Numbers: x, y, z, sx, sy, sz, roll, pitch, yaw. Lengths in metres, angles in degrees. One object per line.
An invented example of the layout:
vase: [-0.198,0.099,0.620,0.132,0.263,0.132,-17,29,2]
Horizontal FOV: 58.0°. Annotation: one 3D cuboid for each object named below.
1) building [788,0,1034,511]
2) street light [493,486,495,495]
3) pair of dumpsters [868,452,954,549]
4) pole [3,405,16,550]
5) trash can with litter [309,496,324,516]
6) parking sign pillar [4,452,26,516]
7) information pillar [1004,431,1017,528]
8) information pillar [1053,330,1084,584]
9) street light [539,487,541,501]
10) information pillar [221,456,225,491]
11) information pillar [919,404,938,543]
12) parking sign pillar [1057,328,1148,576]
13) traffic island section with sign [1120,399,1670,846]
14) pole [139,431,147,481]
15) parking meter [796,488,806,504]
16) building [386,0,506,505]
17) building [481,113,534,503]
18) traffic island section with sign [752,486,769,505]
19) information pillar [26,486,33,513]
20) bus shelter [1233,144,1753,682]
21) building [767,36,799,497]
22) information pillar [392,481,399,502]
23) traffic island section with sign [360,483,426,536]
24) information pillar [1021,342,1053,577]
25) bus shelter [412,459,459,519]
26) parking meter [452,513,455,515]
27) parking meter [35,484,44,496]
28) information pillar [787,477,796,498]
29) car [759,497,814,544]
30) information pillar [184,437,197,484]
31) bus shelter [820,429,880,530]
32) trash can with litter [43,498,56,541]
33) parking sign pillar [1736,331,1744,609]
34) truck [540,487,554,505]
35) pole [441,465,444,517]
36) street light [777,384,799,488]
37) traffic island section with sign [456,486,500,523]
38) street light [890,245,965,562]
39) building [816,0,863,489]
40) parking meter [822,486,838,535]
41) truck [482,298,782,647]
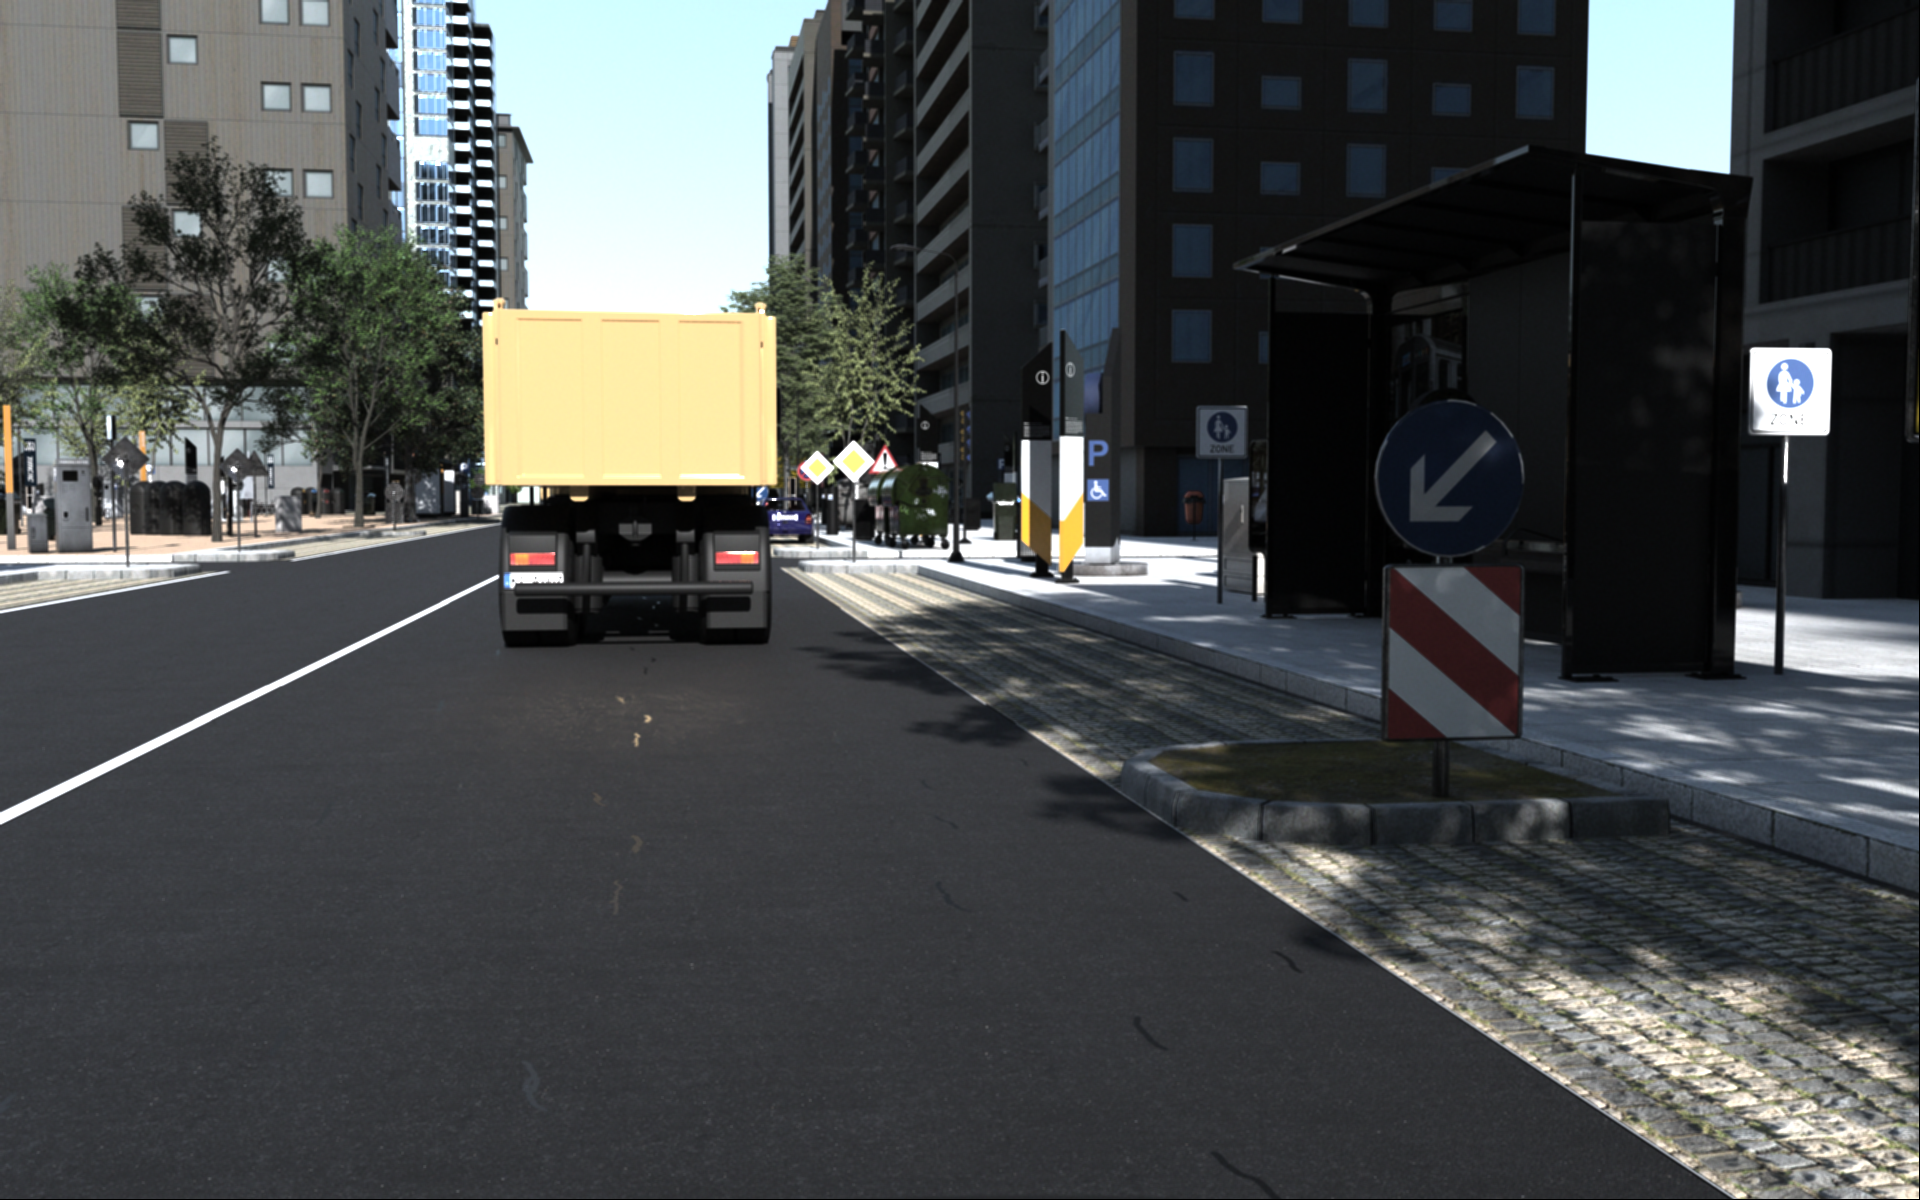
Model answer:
building: [-5.609,-33.580,172.733,21.300,48.544,21.600,-1,4,-10]
street light: [-30.013,-8.621,113.500,1.470,5.913,1.316,-1,4,-10]
pair of dumpsters: [-1.206,-2.418,42.020,1.574,2.255,4.437,-1,4,-10]
pole: [-21.819,-2.808,39.754,0.158,3.312,0.155,0,3,0]
trash can with litter: [-37.418,-5.459,100.634,0.624,1.170,1.055,0,4,1]
parking sign pillar: [-56.350,-7.040,103.574,1.447,3.967,1.447,-1,4,-21]
information pillar: [1.923,-4.657,67.489,0.504,3.616,0.183,3,4,38]
information pillar: [1.599,-2.053,24.929,0.183,3.616,0.504,3,5,40]
street light: [-37.002,-11.146,154.776,1.470,5.913,1.316,-1,4,-10]
information pillar: [-45.004,-6.976,105.408,0.504,3.616,0.183,-3,5,-42]
information pillar: [-0.817,-3.278,44.947,0.504,3.616,0.183,0,4,5]
parking sign pillar: [2.278,-2.390,27.557,1.447,3.967,1.447,1,4,12]
traffic island section with sign: [1.820,0.039,7.990,1.989,1.847,2.006,-1,4,-10]
pole: [-26.346,-3.794,55.867,0.158,3.312,0.155,0,3,0]
parking meter: [-6.366,-3.727,69.340,0.372,1.533,0.369,0,3,0]
building: [-67.375,-55.024,212.309,22.319,86.520,31.000,-1,4,-10]
building: [-74.745,-39.906,241.705,28.713,52.752,27.495,-1,4,-10]
traffic island section with sign: [-7.407,-3.308,62.713,1.989,1.847,2.006,-1,4,-10]
information pillar: [-52.765,-5.732,98.204,0.304,2.012,0.304,-3,4,-38]
bus shelter: [4.152,-1.444,14.887,1.731,3.624,6.357,-1,4,-10]
building: [-15.003,-42.169,231.466,21.231,58.520,28.212,-1,4,-10]
information pillar: [-31.521,-5.643,96.749,0.304,2.012,0.304,-3,5,-39]
traffic island section with sign: [-19.582,-3.139,59.944,1.989,1.847,2.006,-1,4,-10]
information pillar: [1.187,-2.159,26.658,0.504,3.616,0.183,-1,4,-12]
bus shelter: [-28.373,-6.065,93.091,2.014,3.302,5.546,-1,4,-10]
parking meter: [-31.085,-5.968,105.989,0.372,1.533,0.369,0,3,0]
parking meter: [-51.185,-5.543,96.338,0.399,1.863,0.255,1,4,20]
information pillar: [-7.382,-4.373,75.990,0.304,2.012,0.304,-2,4,-25]
car: [-5.240,-2.329,50.654,1.945,1.354,3.894,-1,4,-10]
information pillar: [-31.665,-4.892,71.331,0.183,3.616,0.504,2,4,34]
bus shelter: [-4.162,-4.549,65.656,1.731,3.624,6.357,-1,4,-10]
trash can with litter: [-24.842,-2.226,47.790,1.055,1.170,0.624,3,5,42]
parking sign pillar: [8.196,-1.914,19.772,1.447,3.967,1.447,-2,4,-35]
truck: [-21.214,-5.992,93.894,3.469,3.379,9.791,-1,4,-10]
pole: [-29.109,-6.330,97.340,0.158,3.312,0.155,0,3,0]
street light: [-7.333,-6.121,72.613,1.470,5.913,1.316,-1,4,-10]
traffic island section with sign: [-24.063,-4.764,86.526,1.989,1.847,2.006,-1,4,-10]
street light: [-0.605,-3.668,32.509,1.470,5.913,1.316,-1,4,-10]
building: [-5.232,-30.864,154.729,14.600,45.320,14.200,-1,4,-10]
parking meter: [-4.003,-2.806,54.292,0.372,1.533,0.369,0,3,0]
truck: [-3.615,-1.474,20.023,3.469,3.379,9.791,-1,4,-9]
